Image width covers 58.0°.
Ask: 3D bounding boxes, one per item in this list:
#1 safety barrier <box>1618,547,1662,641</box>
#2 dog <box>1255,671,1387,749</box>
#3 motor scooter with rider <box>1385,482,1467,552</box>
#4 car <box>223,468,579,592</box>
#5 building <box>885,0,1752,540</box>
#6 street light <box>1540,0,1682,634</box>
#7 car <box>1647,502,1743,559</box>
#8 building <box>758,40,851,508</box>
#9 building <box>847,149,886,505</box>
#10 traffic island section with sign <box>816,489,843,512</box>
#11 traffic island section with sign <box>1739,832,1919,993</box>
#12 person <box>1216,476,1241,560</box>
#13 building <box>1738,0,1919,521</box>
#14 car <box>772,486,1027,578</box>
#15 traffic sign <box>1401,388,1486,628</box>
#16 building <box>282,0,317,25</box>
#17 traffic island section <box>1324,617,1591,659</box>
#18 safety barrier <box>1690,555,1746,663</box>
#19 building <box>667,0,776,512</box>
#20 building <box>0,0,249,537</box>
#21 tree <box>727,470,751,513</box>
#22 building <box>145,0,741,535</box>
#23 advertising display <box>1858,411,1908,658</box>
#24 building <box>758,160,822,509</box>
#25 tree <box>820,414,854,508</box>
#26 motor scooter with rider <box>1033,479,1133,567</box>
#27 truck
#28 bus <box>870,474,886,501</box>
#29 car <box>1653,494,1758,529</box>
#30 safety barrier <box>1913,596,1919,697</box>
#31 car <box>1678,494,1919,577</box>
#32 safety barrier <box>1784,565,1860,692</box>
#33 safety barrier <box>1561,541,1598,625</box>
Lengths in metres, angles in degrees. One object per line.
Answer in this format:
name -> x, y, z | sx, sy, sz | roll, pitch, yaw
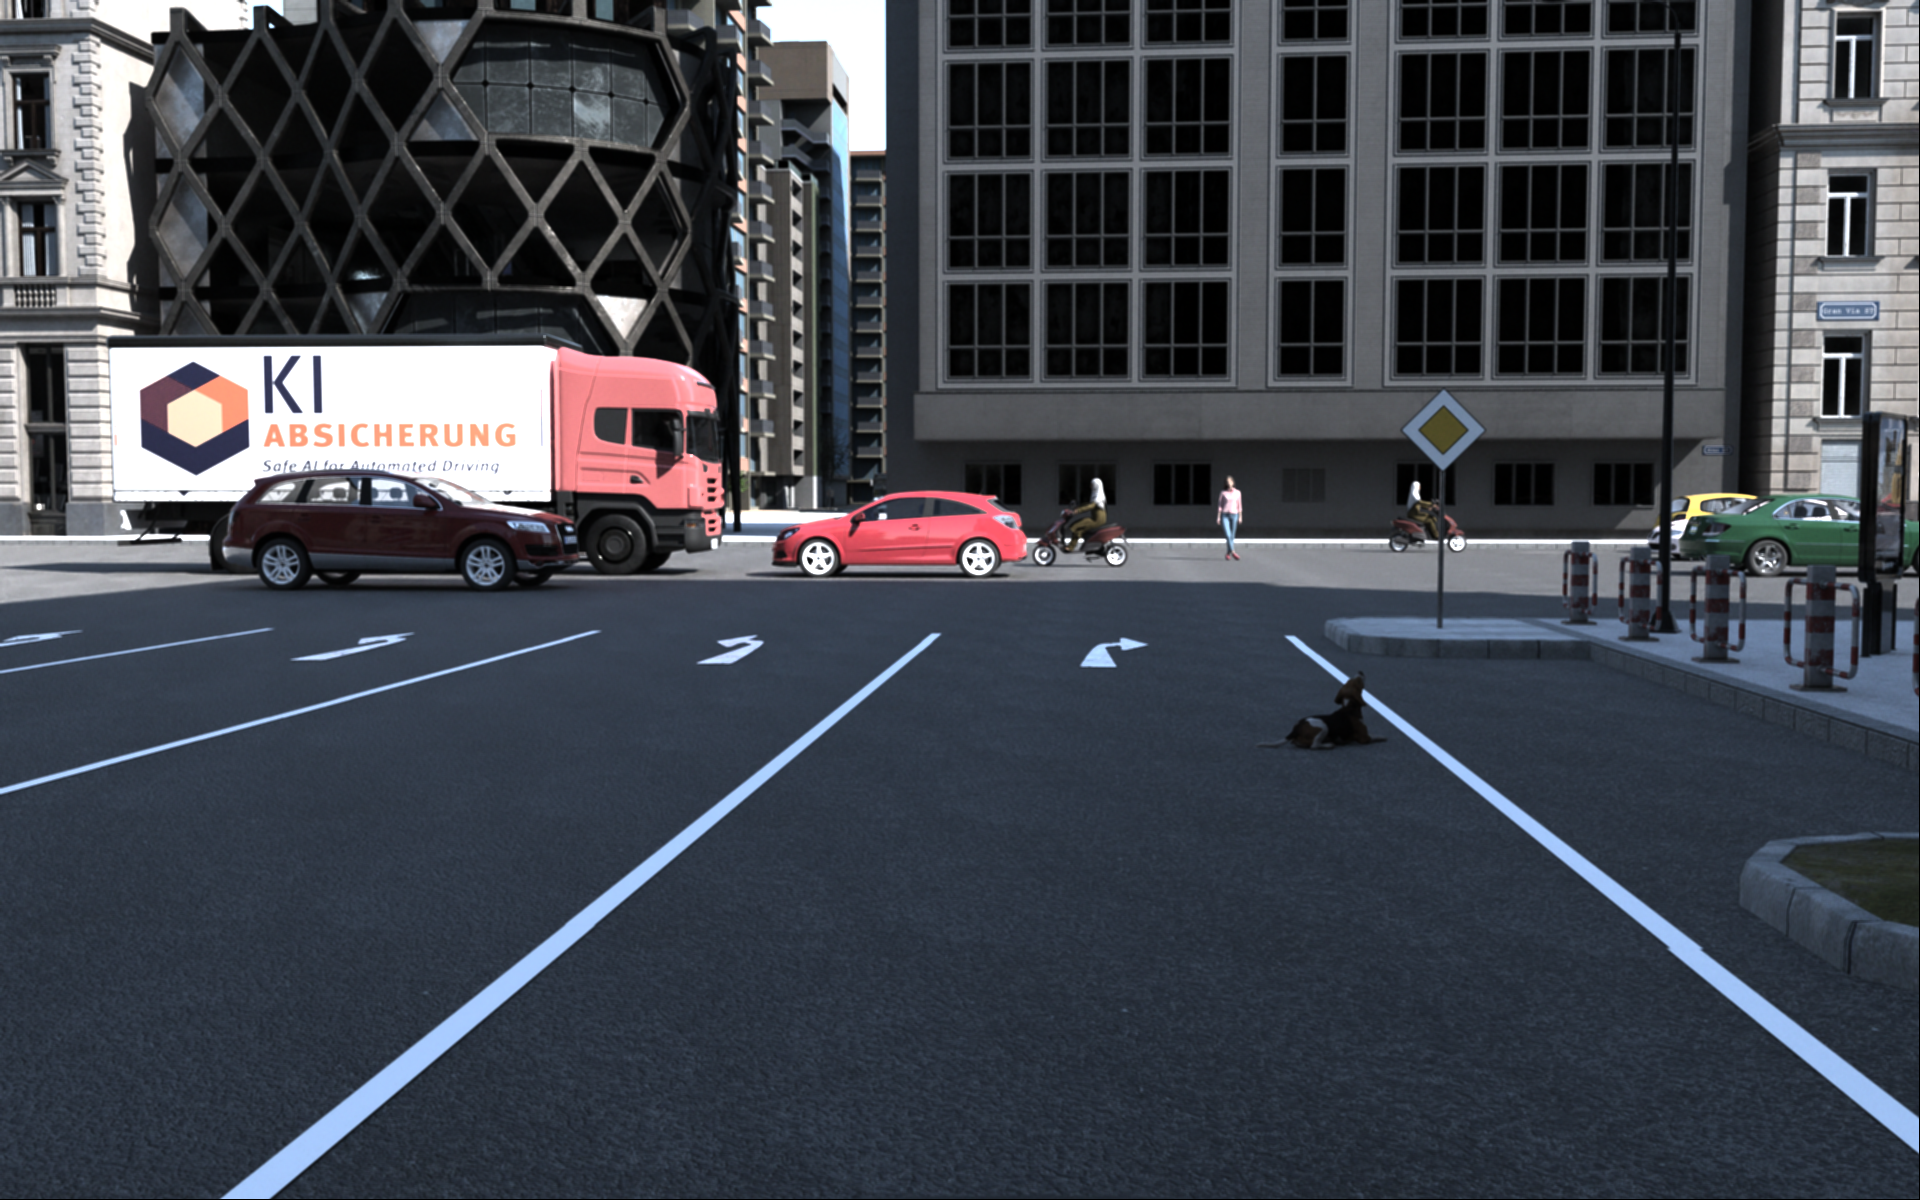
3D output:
safety barrier -> 5.941, -0.053, 15.136 | 0.300, 0.817, 1.120 | 0, 4, 5
dog -> 2.077, 0.627, 9.948 | 0.748, 0.427, 0.550 | 1, 4, 13
motor scooter with rider -> 11.500, -2.064, 42.713 | 1.986, 1.779, 0.876 | 0, 4, 5
car -> -8.480, -1.089, 26.481 | 5.304, 1.827, 2.281 | 0, 4, 6
building -> 10.182, -15.912, 53.671 | 24.014, 27.812, 14.314 | 0, 4, 5
street light -> 5.998, -2.657, 15.976 | 1.470, 5.913, 1.316 | 0, 4, 5
car -> 17.447, -1.539, 37.526 | 4.827, 1.381, 2.083 | 0, 4, 5
building -> -18.781, -31.784, 169.773 | 14.200, 45.320, 14.600 | 0, 4, 5
building -> -5.942, -34.494, 218.607 | 28.867, 44.769, 22.147 | 0, 4, 5
traffic island section with sign -> -10.542, -8.082, 140.765 | 1.989, 1.847, 2.006 | 0, 4, 5
traffic island section with sign -> 3.674, 0.192, 5.487 | 1.989, 1.847, 2.006 | 0, 4, 5
person -> 5.844, -1.782, 37.647 | 0.555, 1.821, 0.388 | -1, 4, -10
building -> 34.604, -15.521, 51.035 | 25.104, 27.353, 12.463 | 0, 4, 5
car -> -1.069, -1.302, 30.324 | 4.494, 1.783, 2.155 | 0, 4, 4
traffic sign -> 4.586, -0.787, 16.502 | 0.795, 2.450, 0.064 | 0, 4, 5
building -> -50.812, -44.634, 168.010 | 20.611, 71.187, 20.563 | 0, 4, 5
traffic island section -> 4.610, 0.349, 16.577 | 2.009, 0.180, 2.903 | 0, 4, 5
safety barrier -> 5.772, 0.065, 13.209 | 0.300, 0.817, 1.120 | 0, 4, 5
building -> -26.029, -28.950, 127.956 | 22.147, 44.769, 28.867 | 0, 4, 5
building -> -34.583, -13.954, 57.026 | 19.941, 23.489, 11.050 | 0, 4, 5
tree -> -15.051, -7.432, 116.108 | 1.663, 3.219, 1.824 | 0, 3, 0
building -> -15.635, -11.665, 58.179 | 16.811, 18.784, 16.820 | 0, 4, 5
advertising display -> 7.398, -0.531, 13.892 | 0.123, 1.923, 0.974 | 3, 5, 40
building -> -20.052, -23.124, 149.780 | 14.160, 30.474, 14.107 | 0, 4, 5
tree -> -11.986, -12.807, 159.758 | 4.360, 8.622, 3.978 | 0, 3, 0
motor scooter with rider -> 2.429, -1.543, 34.199 | 1.986, 1.779, 0.876 | 0, 4, 5
truck -> -9.400, -2.610, 31.589 | 11.283, 4.237, 2.839 | 0, 4, 3
bus -> -4.724, -8.542, 134.528 | 2.948, 3.499, 13.247 | 0, 4, 5
car -> 18.931, -1.936, 41.885 | 3.980, 1.641, 2.015 | 0, 4, 3
safety barrier -> 5.442, 0.299, 9.390 | 0.300, 0.817, 1.120 | 0, 4, 5
car -> 15.359, -1.152, 30.626 | 4.920, 1.459, 2.131 | 0, 4, 4
safety barrier -> 5.610, 0.182, 11.299 | 0.300, 0.817, 1.120 | 0, 4, 5
safety barrier -> 6.101, -0.170, 17.051 | 0.300, 0.817, 1.120 | 0, 4, 5
